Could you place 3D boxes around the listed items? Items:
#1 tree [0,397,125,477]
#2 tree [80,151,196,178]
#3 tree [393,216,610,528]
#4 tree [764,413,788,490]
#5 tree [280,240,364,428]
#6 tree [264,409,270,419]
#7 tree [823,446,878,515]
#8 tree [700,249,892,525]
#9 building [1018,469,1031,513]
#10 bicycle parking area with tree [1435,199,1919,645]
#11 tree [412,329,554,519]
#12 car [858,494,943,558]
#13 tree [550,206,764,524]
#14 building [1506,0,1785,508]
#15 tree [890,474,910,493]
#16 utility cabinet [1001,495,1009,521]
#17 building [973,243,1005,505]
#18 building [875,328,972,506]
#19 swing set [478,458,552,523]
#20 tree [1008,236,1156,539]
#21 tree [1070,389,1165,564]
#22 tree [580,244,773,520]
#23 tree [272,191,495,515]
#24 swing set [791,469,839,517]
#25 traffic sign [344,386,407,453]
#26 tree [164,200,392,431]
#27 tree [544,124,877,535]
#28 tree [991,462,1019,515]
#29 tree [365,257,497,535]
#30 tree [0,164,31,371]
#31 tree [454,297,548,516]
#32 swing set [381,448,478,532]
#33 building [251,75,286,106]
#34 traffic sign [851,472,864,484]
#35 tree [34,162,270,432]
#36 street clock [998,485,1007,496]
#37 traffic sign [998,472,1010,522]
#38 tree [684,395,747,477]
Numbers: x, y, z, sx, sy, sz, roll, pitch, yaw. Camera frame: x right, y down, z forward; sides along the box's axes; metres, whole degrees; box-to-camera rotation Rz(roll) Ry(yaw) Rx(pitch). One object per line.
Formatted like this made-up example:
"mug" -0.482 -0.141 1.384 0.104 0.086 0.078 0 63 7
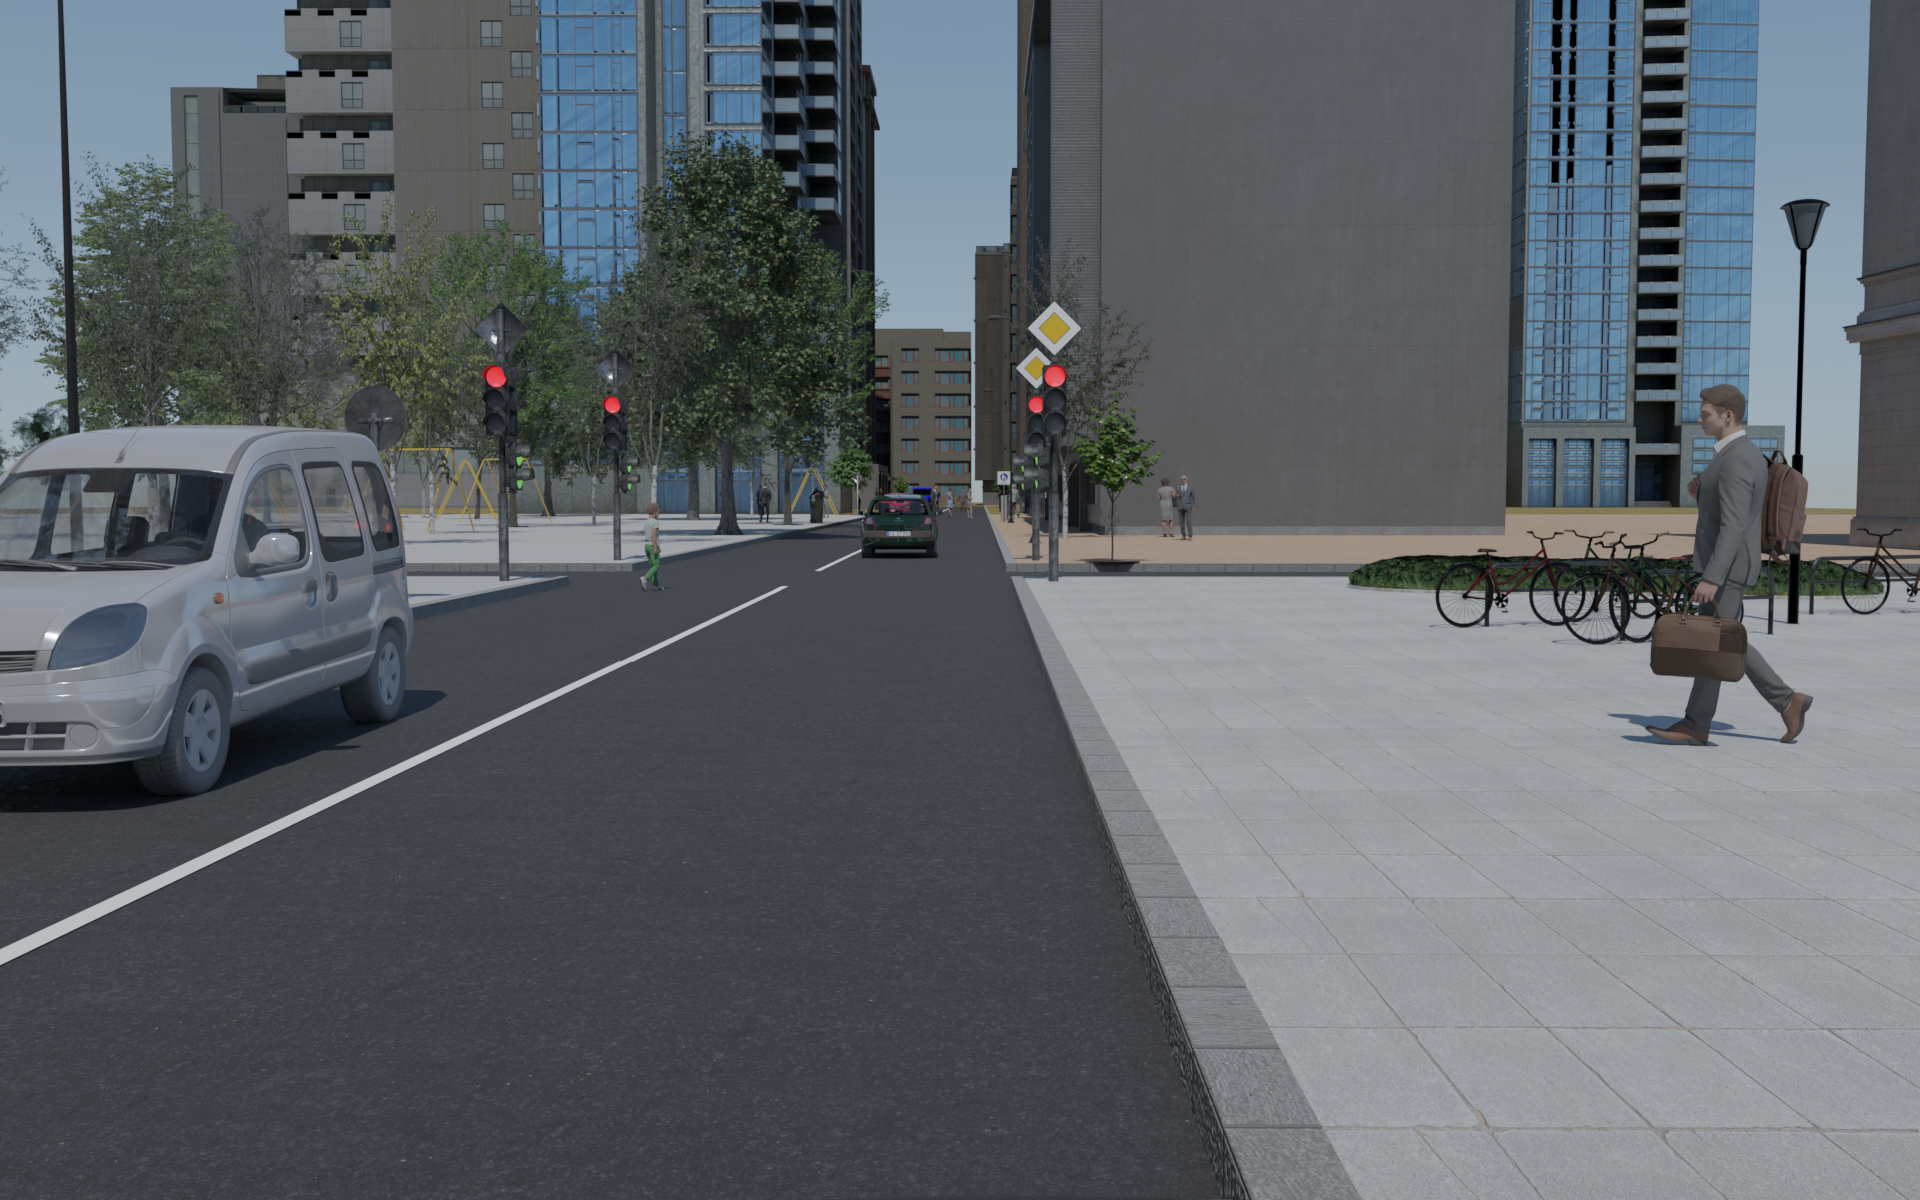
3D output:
"tree" -53.262 -7.599 87.152 11.467 7.101 20.602 2 4 35
"tree" -17.406 -5.284 36.757 4.360 8.622 3.978 0 3 0
"tree" -17.371 -8.596 66.302 9.928 11.665 9.643 0 3 0
"tree" -12.493 -9.428 104.505 4.360 8.622 3.978 0 3 0
"tree" -19.863 -6.030 48.959 4.360 8.622 3.978 0 3 0
"tree" -33.482 -8.433 88.245 4.737 8.622 4.395 0 3 0
"tree" -6.625 -7.507 106.447 4.285 4.588 4.351 0 3 0
"tree" -6.966 -8.897 71.221 9.928 11.665 9.643 0 3 0
"building" 20.356 -26.276 121.496 32.217 40.220 23.993 0 4 1
"bicycle parking area with tree" 9.415 -1.691 14.656 9.016 4.147 8.231 -1 4 -10
"tree" -24.364 -9.407 88.210 7.601 10.594 8.767 0 4 6
"car" -1.392 -1.859 40.180 2.009 1.686 4.222 0 4 -1
"tree" -7.991 -5.743 44.256 4.360 8.622 3.978 0 3 0
"building" 63.469 -52.472 170.588 31.000 86.520 22.319 0 4 1
"tree" -5.537 -10.643 168.608 1.663 3.219 1.824 0 3 0
"utility cabinet" 2.164 -4.433 83.642 0.306 1.237 1.020 0 4 8
"building" 8.590 -26.186 199.838 14.107 30.474 14.160 0 4 1
"building" -13.127 -22.152 207.221 28.899 21.520 27.650 0 4 1
"swing set" -20.101 -4.810 76.266 3.119 2.851 2.862 3 5 39
"tree" 3.145 -6.063 49.496 4.360 8.622 3.978 0 3 0
"tree" 2.971 -2.297 32.158 1.663 3.219 1.824 0 3 0
"tree" -13.125 -10.850 84.046 9.857 13.997 8.962 0 3 0
"tree" -14.000 -5.679 43.211 4.737 8.622 4.395 0 3 0
"swing set" -8.449 -6.226 99.410 2.862 2.851 3.119 0 4 -7
"traffic sign" -6.885 -1.242 20.407 0.768 2.556 0.104 0 4 6
"tree" -29.468 -9.956 73.145 12.009 13.543 11.850 0 3 0
"tree" -7.392 -8.379 54.006 9.611 12.733 9.660 0 3 0
"tree" 2.838 -6.703 104.191 1.663 3.219 1.824 0 3 0
"tree" -16.498 -6.383 54.729 4.360 8.622 3.978 0 3 0
"tree" -29.617 -8.239 45.077 12.009 13.543 11.850 0 3 0
"tree" -23.812 -11.164 99.536 9.611 12.733 9.660 0 3 0
"swing set" -18.910 -3.798 59.723 3.119 2.851 2.862 1 4 17
"building" -69.495 -35.498 204.087 21.600 48.544 21.300 0 4 1
"traffic sign" -6.001 -6.207 101.212 0.795 2.593 0.064 0 4 5
"tree" -28.176 -8.689 60.192 7.486 12.596 7.792 0 3 0
"street clock" 2.259 -5.345 91.955 0.471 2.002 0.358 0 4 7
"traffic sign" 1.998 -4.677 78.600 0.606 2.300 0.079 0 4 7
"tree" -13.350 -8.960 96.858 4.737 8.622 4.395 0 3 0
